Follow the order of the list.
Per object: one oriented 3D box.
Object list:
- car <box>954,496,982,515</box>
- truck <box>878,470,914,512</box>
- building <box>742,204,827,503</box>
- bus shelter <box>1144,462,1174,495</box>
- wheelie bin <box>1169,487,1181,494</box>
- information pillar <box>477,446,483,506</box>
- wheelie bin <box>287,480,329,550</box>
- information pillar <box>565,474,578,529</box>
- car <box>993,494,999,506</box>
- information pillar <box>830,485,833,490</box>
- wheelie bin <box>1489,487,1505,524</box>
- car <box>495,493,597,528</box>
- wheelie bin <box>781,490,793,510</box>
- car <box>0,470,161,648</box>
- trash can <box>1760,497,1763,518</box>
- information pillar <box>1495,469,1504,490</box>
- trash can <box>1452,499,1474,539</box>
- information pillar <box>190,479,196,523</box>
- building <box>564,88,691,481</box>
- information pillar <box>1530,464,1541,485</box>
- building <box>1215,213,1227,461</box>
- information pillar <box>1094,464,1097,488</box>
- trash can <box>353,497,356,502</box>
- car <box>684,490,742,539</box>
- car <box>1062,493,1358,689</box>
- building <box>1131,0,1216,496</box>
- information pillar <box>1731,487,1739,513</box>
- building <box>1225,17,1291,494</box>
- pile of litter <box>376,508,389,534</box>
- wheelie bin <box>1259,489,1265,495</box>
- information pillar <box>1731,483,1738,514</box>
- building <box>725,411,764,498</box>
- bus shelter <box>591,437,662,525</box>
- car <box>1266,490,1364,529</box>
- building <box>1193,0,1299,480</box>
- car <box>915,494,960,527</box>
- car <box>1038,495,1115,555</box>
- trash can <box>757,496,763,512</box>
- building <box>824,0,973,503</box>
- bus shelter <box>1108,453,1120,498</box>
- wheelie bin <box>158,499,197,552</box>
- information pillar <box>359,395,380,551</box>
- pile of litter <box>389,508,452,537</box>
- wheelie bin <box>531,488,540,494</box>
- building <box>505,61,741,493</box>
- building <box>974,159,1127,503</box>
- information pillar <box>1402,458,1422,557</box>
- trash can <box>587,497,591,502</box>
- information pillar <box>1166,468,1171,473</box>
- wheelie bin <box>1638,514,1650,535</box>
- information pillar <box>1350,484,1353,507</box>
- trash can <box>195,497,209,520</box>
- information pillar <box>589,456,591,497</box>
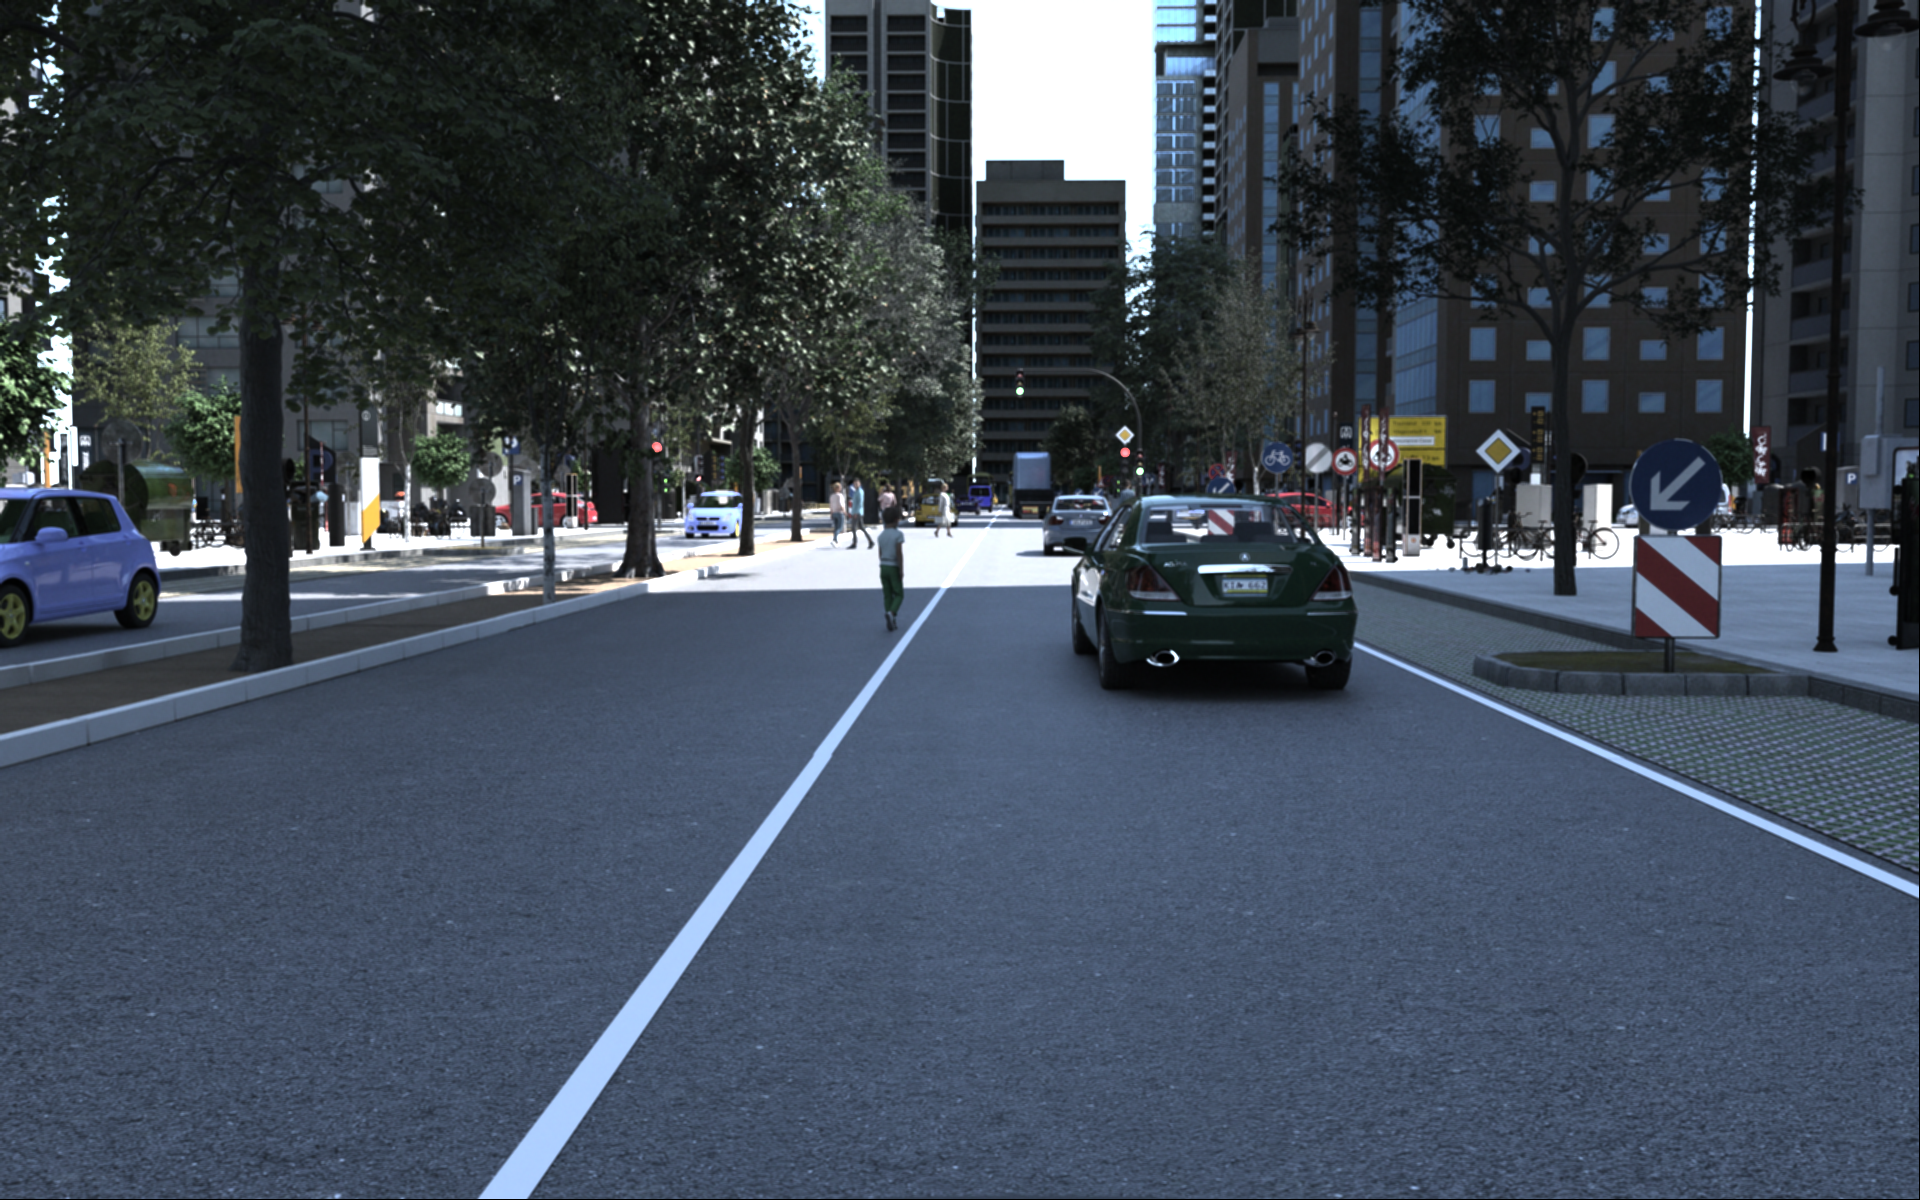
[{"bbox_3d":[0.524,-6.592,120.365,1.945,1.354,3.894,0,4,3],"label":"car"},{"bbox_3d":[-5.132,-8.812,140.003,3.469,3.379,9.791,0,4,1],"label":"truck"},{"bbox_3d":[-33.688,-36.735,255.236,28.867,44.769,22.147,0,4,2],"label":"building"},{"bbox_3d":[12.936,-7.202,111.678,2.014,3.302,5.546,0,4,2],"label":"bus shelter"},{"bbox_3d":[9.936,-4.414,80.084,0.980,1.594,0.693,0,4,-6],"label":"wheelie bin"},{"bbox_3d":[-15.555,-3.961,56.120,0.183,3.616,0.504,0,4,-5],"label":"information pillar"},{"bbox_3d":[-14.960,-1.941,39.637,0.980,1.594,0.693,-1,4,-23],"label":"wheelie bin"},{"bbox_3d":[-14.164,-3.589,63.170,0.304,2.012,0.304,2,4,23],"label":"information pillar"},{"bbox_3d":[3.763,-12.384,212.698,2.015,1.641,3.980,0,4,3],"label":"car"},{"bbox_3d":[-10.548,-8.449,142.627,0.304,2.012,0.304,-2,4,-28],"label":"information pillar"},{"bbox_3d":[22.868,-4.012,73.497,0.693,1.594,0.980,2,4,32],"label":"wheelie bin"},{"bbox_3d":[-16.375,-3.559,67.228,4.494,1.783,2.155,0,4,1],"label":"car"},{"bbox_3d":[-13.653,-7.875,136.666,0.980,1.594,0.693,-1,4,-19],"label":"wheelie bin"},{"bbox_3d":[-9.615,-0.470,17.278,1.945,1.707,3.694,0,4,3],"label":"car"},{"bbox_3d":[35.040,-3.874,74.994,0.748,1.137,0.748,0,3,0],"label":"trash can"},{"bbox_3d":[24.853,-5.403,79.694,0.183,3.616,0.504,-3,5,-42],"label":"information pillar"},{"bbox_3d":[14.399,-2.337,49.859,0.748,1.137,0.748,0,3,0],"label":"trash can"},{"bbox_3d":[-33.811,-4.381,76.122,0.304,2.012,0.304,0,4,-7],"label":"information pillar"},{"bbox_3d":[-34.321,-43.918,156.308,20.563,71.187,20.611,0,4,2],"label":"building"},{"bbox_3d":[23.288,-4.819,70.145,0.504,3.616,0.183,-2,4,-26],"label":"information pillar"},{"bbox_3d":[33.351,-24.943,179.516,14.160,30.474,14.107,0,4,2],"label":"building"},{"bbox_3d":[10.761,-8.905,136.953,0.183,3.616,0.504,2,4,29],"label":"information pillar"},{"bbox_3d":[-28.069,-4.141,79.366,0.748,1.137,0.748,0,3,0],"label":"trash can"},{"bbox_3d":[-7.928,-2.893,56.897,1.945,1.707,3.694,0,4,3],"label":"car"},{"bbox_3d":[1.934,-0.143,14.142,2.131,1.459,4.920,0,4,0],"label":"car"},{"bbox_3d":[39.688,-57.486,252.575,31.000,86.520,22.319,0,4,2],"label":"building"},{"bbox_3d":[50.545,-6.633,112.942,0.304,2.012,0.304,-1,4,-11],"label":"information pillar"},{"bbox_3d":[33.101,-31.460,164.475,14.600,45.320,14.200,0,4,2],"label":"building"},{"bbox_3d":[-18.650,-2.582,56.186,1.719,0.858,1.176,2,4,25],"label":"pile of litter"},{"bbox_3d":[20.393,-6.555,115.081,0.693,1.594,0.980,-3,4,-37],"label":"wheelie bin"},{"bbox_3d":[49.650,-7.322,111.076,0.504,3.616,0.183,0,4,-4],"label":"information pillar"},{"bbox_3d":[-30.414,-26.319,202.018,14.107,30.474,14.160,0,4,2],"label":"building"},{"bbox_3d":[-14.322,-5.099,74.646,1.731,3.624,6.357,0,4,2],"label":"bus shelter"},{"bbox_3d":[13.187,-3.453,65.492,4.494,1.783,2.155,0,4,2],"label":"car"},{"bbox_3d":[37.953,-46.313,195.469,20.563,71.187,20.611,0,4,2],"label":"building"},{"bbox_3d":[-1.018,-4.042,76.313,2.015,1.641,3.980,0,4,4],"label":"car"},{"bbox_3d":[2.894,-1.826,41.860,2.014,1.417,4.499,0,4,3],"label":"car"},{"bbox_3d":[-13.969,-6.761,122.202,0.748,1.137,0.748,0,3,0],"label":"trash can"},{"bbox_3d":[-8.513,-49.842,253.174,20.611,71.187,20.563,0,4,2],"label":"building"},{"bbox_3d":[12.764,-9.957,140.430,2.179,5.291,8.768,0,4,2],"label":"bus shelter"},{"bbox_3d":[-17.688,-1.894,38.872,0.980,1.594,0.693,-3,4,-38],"label":"wheelie bin"},{"bbox_3d":[-13.479,-2.944,39.494,0.183,3.616,0.504,2,4,30],"label":"information pillar"},{"bbox_3d":[-16.245,-2.375,52.790,1.176,0.858,1.719,3,5,45],"label":"pile of litter"},{"bbox_3d":[-20.884,-4.695,84.676,0.693,1.594,0.980,-2,4,-27],"label":"wheelie bin"},{"bbox_3d":[-38.022,-36.193,181.001,28.713,52.752,27.495,0,4,2],"label":"building"},{"bbox_3d":[12.980,-38.507,253.297,21.600,48.544,21.300,0,4,2],"label":"building"},{"bbox_3d":[9.250,-1.894,35.455,0.304,2.012,0.304,0,4,-4],"label":"information pillar"},{"bbox_3d":[-20.332,-4.953,92.636,0.748,1.137,0.748,0,3,0],"label":"trash can"},{"bbox_3d":[15.201,-8.305,127.144,0.504,3.616,0.183,-1,4,-14],"label":"information pillar"},{"bbox_3d":[20.775,-2.711,52.239,0.693,1.594,0.980,2,4,30],"label":"wheelie bin"},{"bbox_3d":[20.395,-6.011,89.640,0.504,3.616,0.183,-1,4,-17],"label":"information pillar"},{"bbox_3d":[-37.253,-4.487,85.023,0.748,1.137,0.748,0,3,0],"label":"trash can"},{"bbox_3d":[-22.513,-6.979,105.460,0.183,3.616,0.504,0,4,-4],"label":"information pillar"}]
